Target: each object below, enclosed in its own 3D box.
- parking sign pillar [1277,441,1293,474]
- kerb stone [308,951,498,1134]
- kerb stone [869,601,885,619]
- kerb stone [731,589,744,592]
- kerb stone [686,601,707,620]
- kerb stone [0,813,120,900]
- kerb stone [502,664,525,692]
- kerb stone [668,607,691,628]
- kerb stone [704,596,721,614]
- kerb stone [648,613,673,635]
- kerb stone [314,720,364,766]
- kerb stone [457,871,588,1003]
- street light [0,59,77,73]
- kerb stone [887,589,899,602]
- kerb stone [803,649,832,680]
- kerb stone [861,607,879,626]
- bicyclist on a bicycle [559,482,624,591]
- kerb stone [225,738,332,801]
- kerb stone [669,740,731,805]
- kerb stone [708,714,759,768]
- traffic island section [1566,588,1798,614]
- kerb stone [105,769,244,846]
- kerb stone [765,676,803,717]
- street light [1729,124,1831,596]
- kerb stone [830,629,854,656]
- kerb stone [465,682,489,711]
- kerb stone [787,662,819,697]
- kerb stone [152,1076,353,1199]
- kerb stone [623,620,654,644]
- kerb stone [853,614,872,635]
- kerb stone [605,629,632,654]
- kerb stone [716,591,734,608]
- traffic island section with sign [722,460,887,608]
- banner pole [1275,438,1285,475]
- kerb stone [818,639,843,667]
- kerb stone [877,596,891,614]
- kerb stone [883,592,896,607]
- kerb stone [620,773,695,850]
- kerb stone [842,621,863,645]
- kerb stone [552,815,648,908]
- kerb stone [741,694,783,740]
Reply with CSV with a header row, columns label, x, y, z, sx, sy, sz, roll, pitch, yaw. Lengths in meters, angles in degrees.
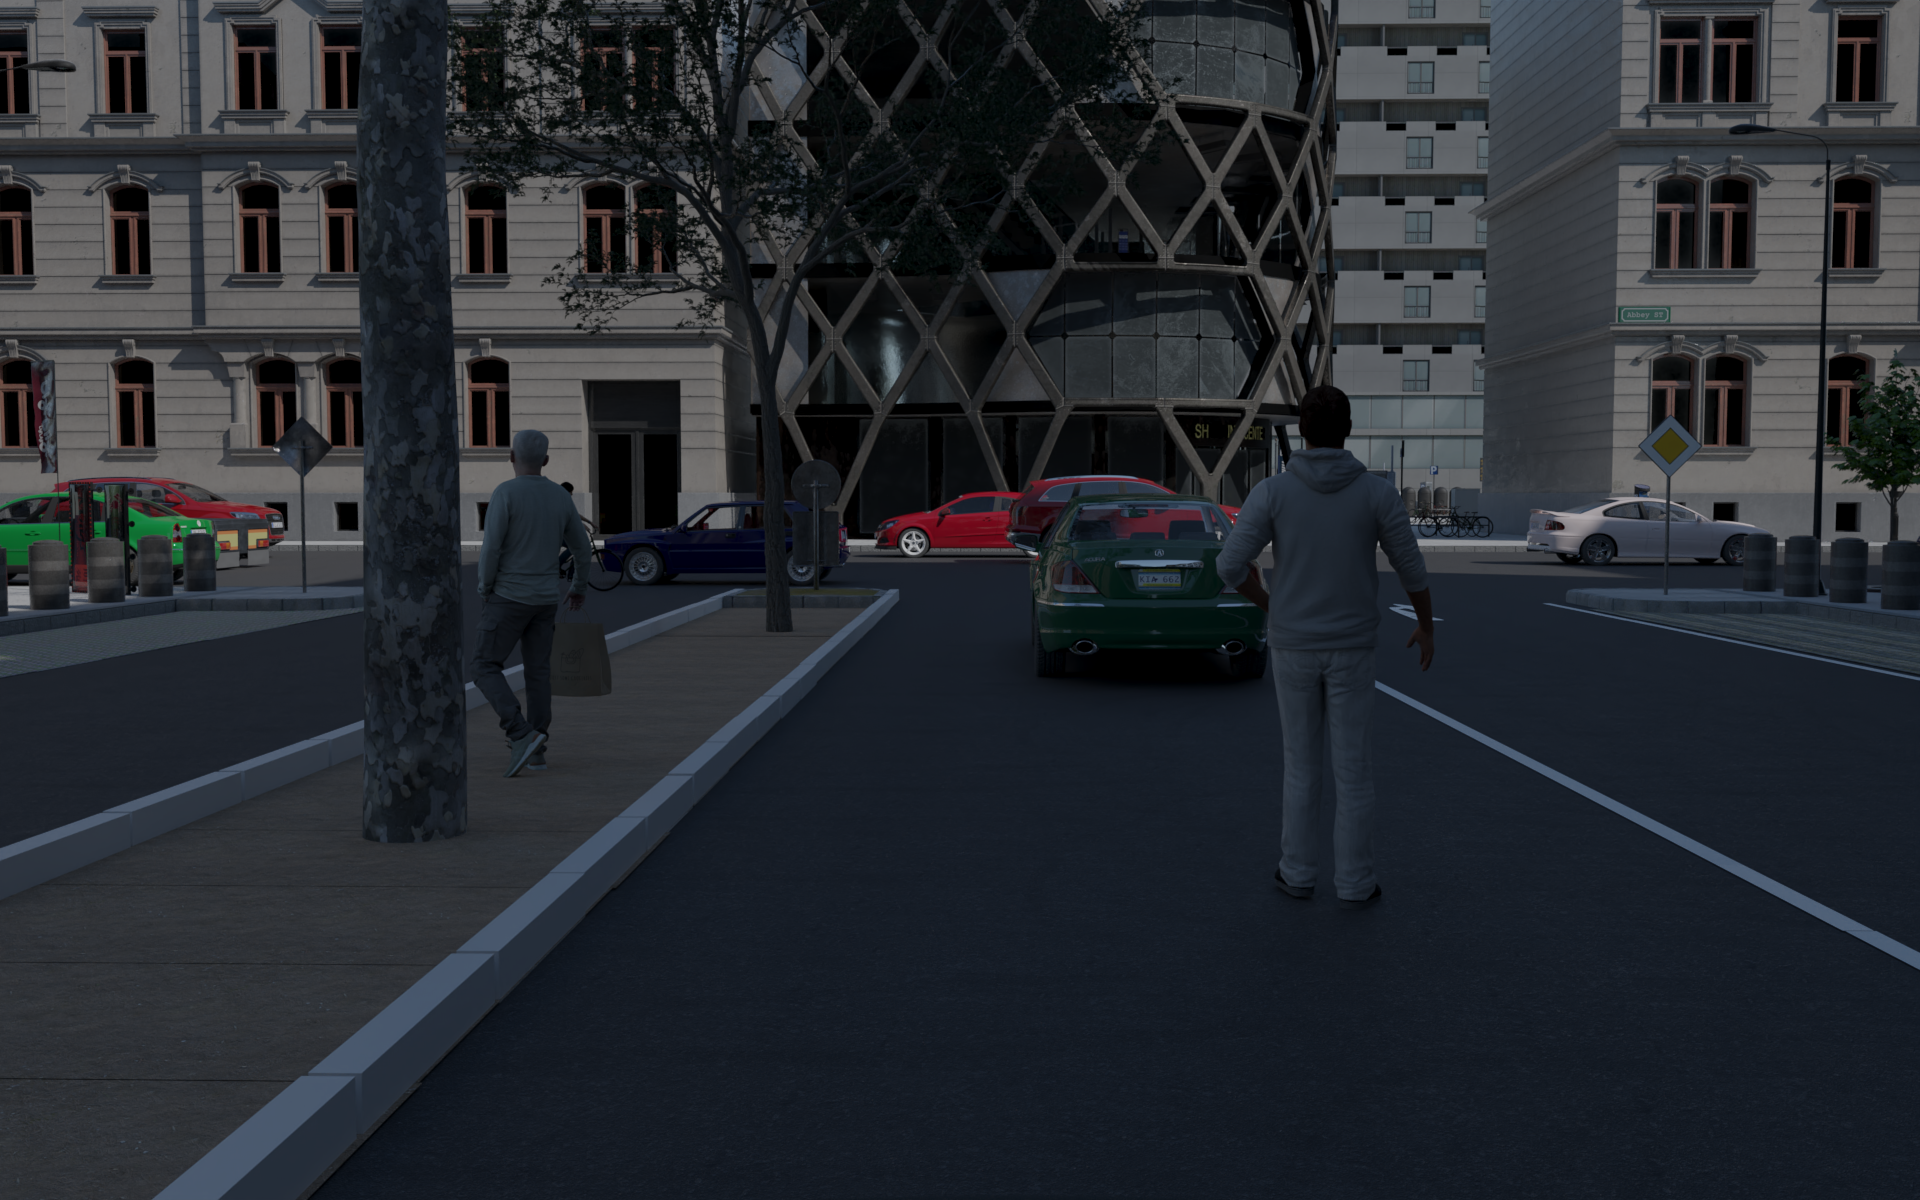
label,x,y,z,sx,sy,sz,roll,pitch,yaw
parking sign pillar,16.561,-6.019,86.889,1.447,3.967,1.447,1,4,17
kerb stone,-1.374,1.094,4.346,0.120,0.150,1.000,0,4,1
kerb stone,-0.974,0.150,19.736,0.120,0.150,1.000,0,4,1
kerb stone,-2.991,-0.046,22.942,0.120,0.150,1.000,0,4,1
kerb stone,-3.073,0.146,19.841,0.120,0.150,1.000,0,4,1
kerb stone,-3.413,0.963,6.476,0.120,0.150,1.000,0,4,1
kerb stone,-3.263,0.586,12.645,0.120,0.150,1.000,0,4,1
kerb stone,-3.104,0.208,18.816,0.120,0.150,1.000,0,4,1
kerb stone,-3.048,0.088,20.876,0.120,0.150,1.000,0,4,1
kerb stone,-3.126,0.269,17.792,0.120,0.150,1.000,0,4,1
kerb stone,-3.332,0.773,9.560,0.120,0.150,1.000,0,4,1
kerb stone,-1.343,1.030,5.370,0.120,0.150,1.000,0,4,1
street light,-10.143,-2.822,18.677,1.470,5.913,1.316,0,4,1
kerb stone,-0.895,-0.038,22.811,0.120,0.150,1.000,0,4,1
kerb stone,-1.138,0.527,13.584,0.120,0.150,1.000,0,4,1
kerb stone,-0.998,0.213,18.712,0.120,0.150,1.000,0,4,1
bicyclist on a bicycle,-5.736,-0.945,25.468,1.625,1.676,1.499,0,4,3
kerb stone,-3.364,0.836,8.534,0.120,0.150,1.000,0,4,1
kerb stone,-1.267,0.841,8.452,0.120,0.150,1.000,0,4,1
kerb stone,-1.245,0.778,9.479,0.120,0.150,1.000,0,4,1
traffic island section,9.000,0.014,22.048,2.009,0.180,2.903,0,4,1
kerb stone,-3.391,0.899,7.500,0.120,0.150,1.000,0,4,1
kerb stone,-1.184,0.652,11.532,0.120,0.150,1.000,0,4,1
street light,10.347,-3.018,21.886,1.470,5.913,1.316,0,4,1
kerb stone,-1.085,0.402,15.638,0.120,0.150,1.000,0,4,1
kerb stone,-3.288,0.650,11.617,0.120,0.150,1.000,0,4,1
kerb stone,-1.155,0.590,12.556,0.120,0.150,1.000,0,4,1
kerb stone,-1.404,1.154,3.321,0.120,0.150,1.000,0,4,1
kerb stone,-3.151,0.334,16.761,0.120,0.150,1.000,0,4,1
kerb stone,-1.027,0.278,17.688,0.120,0.150,1.000,0,4,1
kerb stone,-3.176,0.401,15.737,0.120,0.150,1.000,0,4,1
kerb stone,-3.024,0.018,21.907,0.120,0.150,1.000,0,4,1
traffic island section with sign,-1.948,-0.883,22.567,2.006,1.907,1.989,0,4,1
banner pole,14.432,-5.379,77.956,0.863,3.779,0.401,0,4,-3
kerb stone,-1.113,0.466,14.608,0.120,0.150,1.000,0,4,1
kerb stone,-0.947,0.092,20.763,0.120,0.150,1.000,0,4,1
kerb stone,-0.923,0.034,21.788,0.120,0.150,1.000,0,4,1
kerb stone,-1.294,0.909,7.418,0.120,0.150,1.000,0,4,1
kerb stone,-1.057,0.338,16.662,0.120,0.150,1.000,0,4,1
kerb stone,-1.324,0.970,6.394,0.120,0.150,1.000,0,4,1
kerb stone,-1.216,0.718,10.503,0.120,0.150,1.000,0,4,1
